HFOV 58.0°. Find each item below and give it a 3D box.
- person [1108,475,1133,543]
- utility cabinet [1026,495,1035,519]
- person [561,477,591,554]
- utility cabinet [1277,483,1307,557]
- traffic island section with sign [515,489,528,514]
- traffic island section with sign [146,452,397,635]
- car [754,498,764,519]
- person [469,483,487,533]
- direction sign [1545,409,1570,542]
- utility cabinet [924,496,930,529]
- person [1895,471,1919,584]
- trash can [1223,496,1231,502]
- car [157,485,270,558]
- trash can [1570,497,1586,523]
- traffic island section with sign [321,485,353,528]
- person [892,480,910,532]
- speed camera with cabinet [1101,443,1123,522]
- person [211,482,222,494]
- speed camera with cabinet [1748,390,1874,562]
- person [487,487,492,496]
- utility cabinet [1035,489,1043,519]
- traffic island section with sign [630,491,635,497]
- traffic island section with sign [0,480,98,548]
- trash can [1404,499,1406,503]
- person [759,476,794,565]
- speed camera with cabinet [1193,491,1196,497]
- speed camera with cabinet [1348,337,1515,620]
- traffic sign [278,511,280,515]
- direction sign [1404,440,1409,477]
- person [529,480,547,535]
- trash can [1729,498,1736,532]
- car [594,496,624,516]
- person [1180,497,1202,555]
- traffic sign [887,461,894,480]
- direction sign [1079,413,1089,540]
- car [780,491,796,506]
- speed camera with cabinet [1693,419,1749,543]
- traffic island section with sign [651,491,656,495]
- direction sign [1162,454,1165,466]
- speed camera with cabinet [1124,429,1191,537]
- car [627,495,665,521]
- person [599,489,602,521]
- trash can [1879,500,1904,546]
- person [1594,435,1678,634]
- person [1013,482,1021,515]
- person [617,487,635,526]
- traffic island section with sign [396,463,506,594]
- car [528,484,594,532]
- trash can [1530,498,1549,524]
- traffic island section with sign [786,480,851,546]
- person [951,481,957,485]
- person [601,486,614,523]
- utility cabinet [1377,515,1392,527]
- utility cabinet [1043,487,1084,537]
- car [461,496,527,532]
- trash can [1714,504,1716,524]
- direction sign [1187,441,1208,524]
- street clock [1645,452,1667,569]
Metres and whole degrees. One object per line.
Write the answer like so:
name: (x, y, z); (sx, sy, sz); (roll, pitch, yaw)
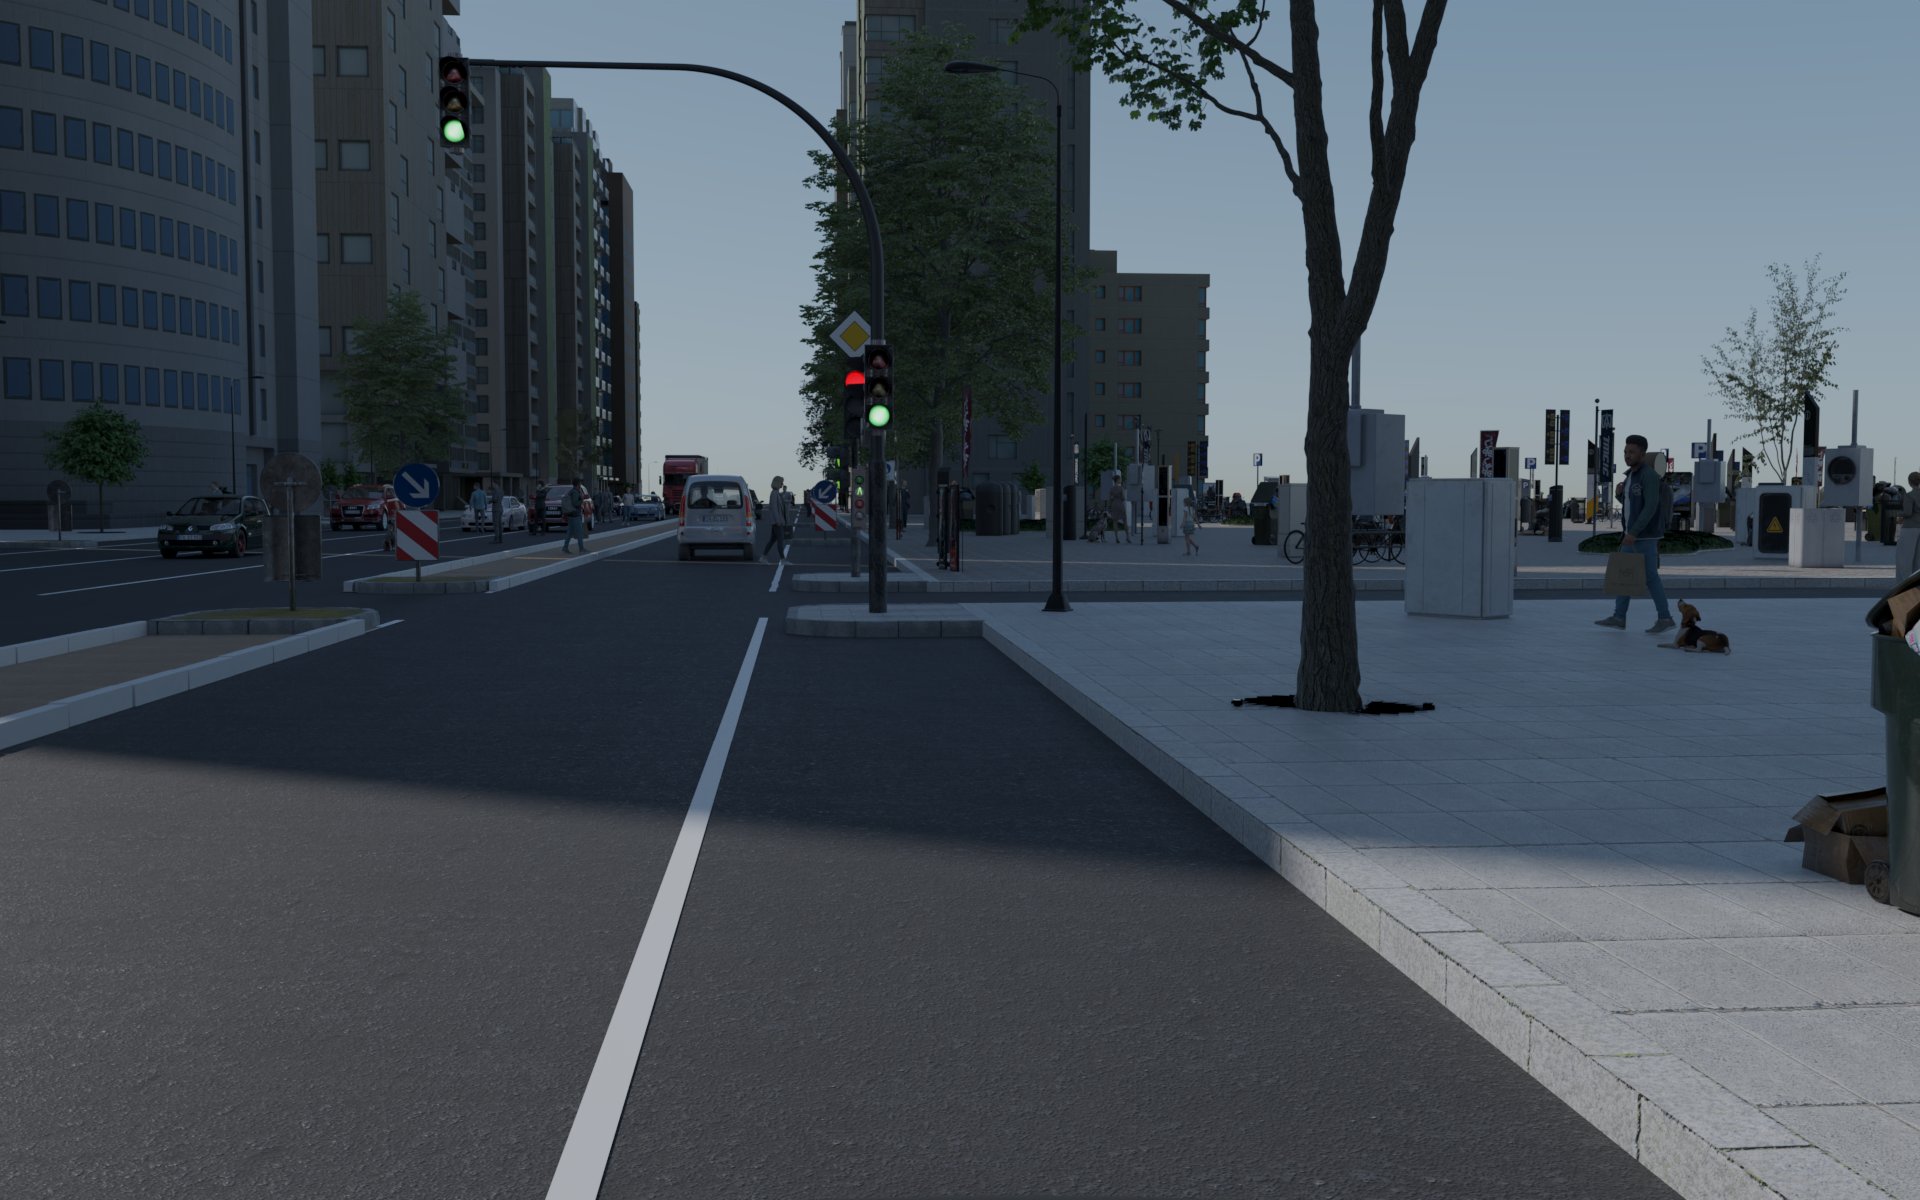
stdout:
person: (4.183, -2.376, 45.231); (0.599, 1.781, 0.374); (2, 4, 32)
utility cabinet: (3.442, -4.246, 80.581); (0.306, 1.237, 1.020); (2, 4, 28)
person: (-9.098, -1.988, 40.996); (0.713, 1.824, 0.794); (-1, 4, -9)
utility cabinet: (6.932, -1.630, 35.335); (0.318, 1.500, 1.173); (3, 5, 45)
traffic island section with sign: (-31.533, -7.053, 123.947); (1.989, 1.847, 2.006); (0, 4, -5)
traffic island section with sign: (-7.302, -0.631, 18.452); (2.006, 1.907, 1.989); (0, 4, -5)
car: (-12.288, -5.341, 99.119); (2.131, 1.459, 4.920); (0, 4, -6)
person: (-17.657, -3.371, 63.474); (0.638, 1.841, 0.748); (-1, 4, -13)
direction sign: (15.981, -3.327, 46.391); (0.876, 3.537, 0.379); (-2, 4, -28)
utility cabinet: (-0.882, -3.180, 63.159); (0.306, 1.237, 1.020); (3, 5, 43)
person: (13.798, -0.982, 25.110); (0.519, 1.759, 0.362); (-1, 4, -17)
trash can: (15.860, -5.641, 103.888); (0.748, 1.137, 0.748); (0, 3, 0)
car: (-17.139, -1.855, 40.111); (2.009, 1.686, 4.222); (0, 4, -5)
trash can: (27.150, -3.938, 76.036); (0.748, 1.137, 0.748); (0, 3, 0)
traffic island section with sign: (-27.074, -4.012, 74.226); (1.989, 1.847, 2.006); (0, 4, -5)
person: (-1.968, -3.193, 58.666); (0.576, 1.772, 0.534); (-3, 5, -40)
speed camera with cabinet: (6.169, -4.461, 67.269); (0.660, 3.252, 2.038); (2, 4, 32)
person: (-22.727, -2.711, 52.953); (0.853, 1.813, 0.709); (-3, 5, -42)
speed camera with cabinet: (16.412, -2.386, 33.354); (0.660, 3.252, 2.038); (-3, 4, -37)
person: (-26.109, -5.371, 96.088); (0.755, 1.850, 0.659); (2, 4, 31)
utility cabinet: (3.460, -4.015, 74.320); (0.318, 1.500, 1.173); (0, 4, -7)
traffic island section with sign: (-38.922, -12.099, 206.445); (1.989, 1.847, 2.006); (0, 4, -5)
traffic island section with sign: (-24.648, -2.347, 47.007); (1.989, 1.847, 2.006); (0, 4, -5)
trash can: (24.830, -5.053, 94.264); (0.748, 1.137, 0.748); (0, 3, 0)
person: (-3.683, -1.601, 34.867); (0.728, 1.800, 0.709); (0, 4, 8)
speed camera with cabinet: (12.023, -5.958, 91.746); (0.660, 3.252, 2.038); (1, 4, 18)
speed camera with cabinet: (4.886, -1.476, 18.461); (0.660, 3.252, 2.038); (-3, 5, -40)
traffic sign: (-28.631, -4.446, 72.793); (0.768, 2.556, 0.104); (0, 4, 1)
direction sign: (18.599, -4.931, 72.615); (0.379, 3.537, 0.876); (-1, 4, -11)
person: (-14.581, -3.187, 59.971); (0.648, 1.900, 0.474); (2, 4, 35)
trash can: (26.690, -2.912, 59.257); (0.748, 1.137, 0.748); (0, 3, 0)
car: (-23.364, -6.289, 115.411); (1.945, 1.354, 3.894); (0, 4, -6)
person: (4.801, -1.537, 36.193); (0.382, 1.210, 0.505); (3, 4, 37)
traffic sign: (-2.295, -3.122, 53.180); (0.606, 2.300, 0.079); (0, 4, 1)
direction sign: (3.548, -3.480, 48.895); (0.379, 3.537, 0.876); (0, 4, 2)
car: (-21.004, -12.297, 209.725); (2.281, 1.827, 5.304); (0, 4, -5)
speed camera with cabinet: (20.385, -3.124, 45.409); (2.038, 3.252, 0.660); (3, 4, 37)
traffic island section with sign: (-41.352, -13.759, 233.593); (1.989, 1.847, 2.006); (0, 4, -5)
direction sign: (11.613, -6.544, 98.994); (0.379, 3.537, 0.876); (0, 4, -2)
speed camera with cabinet: (5.975, -3.549, 52.366); (0.660, 3.252, 2.038); (-3, 5, -41)
car: (-17.103, -5.045, 94.489); (2.014, 1.417, 4.499); (0, 4, -4)
person: (-19.162, -5.037, 91.855); (0.522, 1.701, 0.512); (-2, 4, -35)
trash can: (23.281, -1.927, 43.153); (0.748, 1.137, 0.748); (0, 3, 0)
person: (6.203, -0.601, 15.850); (0.713, 1.824, 0.794); (1, 4, 19)
person: (1.924, -3.301, 61.023); (0.512, 1.701, 0.522); (-1, 4, -17)
person: (-15.141, -4.229, 78.324); (0.731, 1.740, 0.598); (-2, 4, -32)
traffic island section with sign: (-7.953, -1.082, 25.831); (2.006, 1.907, 1.989); (0, 4, -5)
car: (-15.324, -3.548, 66.675); (2.281, 1.827, 5.304); (0, 4, -5)
trash can: (20.644, -3.065, 61.773); (0.748, 1.137, 0.748); (0, 3, 0)
traffic island section with sign: (-3.934, -2.477, 49.135); (1.989, 1.847, 2.006); (0, 4, -5)
person: (-0.332, -4.031, 71.919); (0.580, 1.828, 0.573); (1, 4, 9)
person: (-17.619, -4.766, 86.533); (0.694, 1.812, 0.767); (-2, 4, -34)
utility cabinet: (15.909, -3.511, 66.090); (1.173, 1.500, 0.318); (-1, 4, -21)
utility cabinet: (3.131, -2.593, 51.069); (1.173, 1.500, 0.318); (0, 4, 7)
car: (-18.165, -3.381, 67.648); (2.083, 1.381, 4.827); (0, 4, -3)
trash can: (31.627, -3.680, 71.826); (0.748, 1.137, 0.748); (0, 3, 0)
direction sign: (10.141, -5.015, 73.992); (0.876, 3.537, 0.379); (1, 4, 21)
street clock: (11.901, -1.539, 29.727); (0.471, 2.002, 0.358); (-3, 5, -42)
